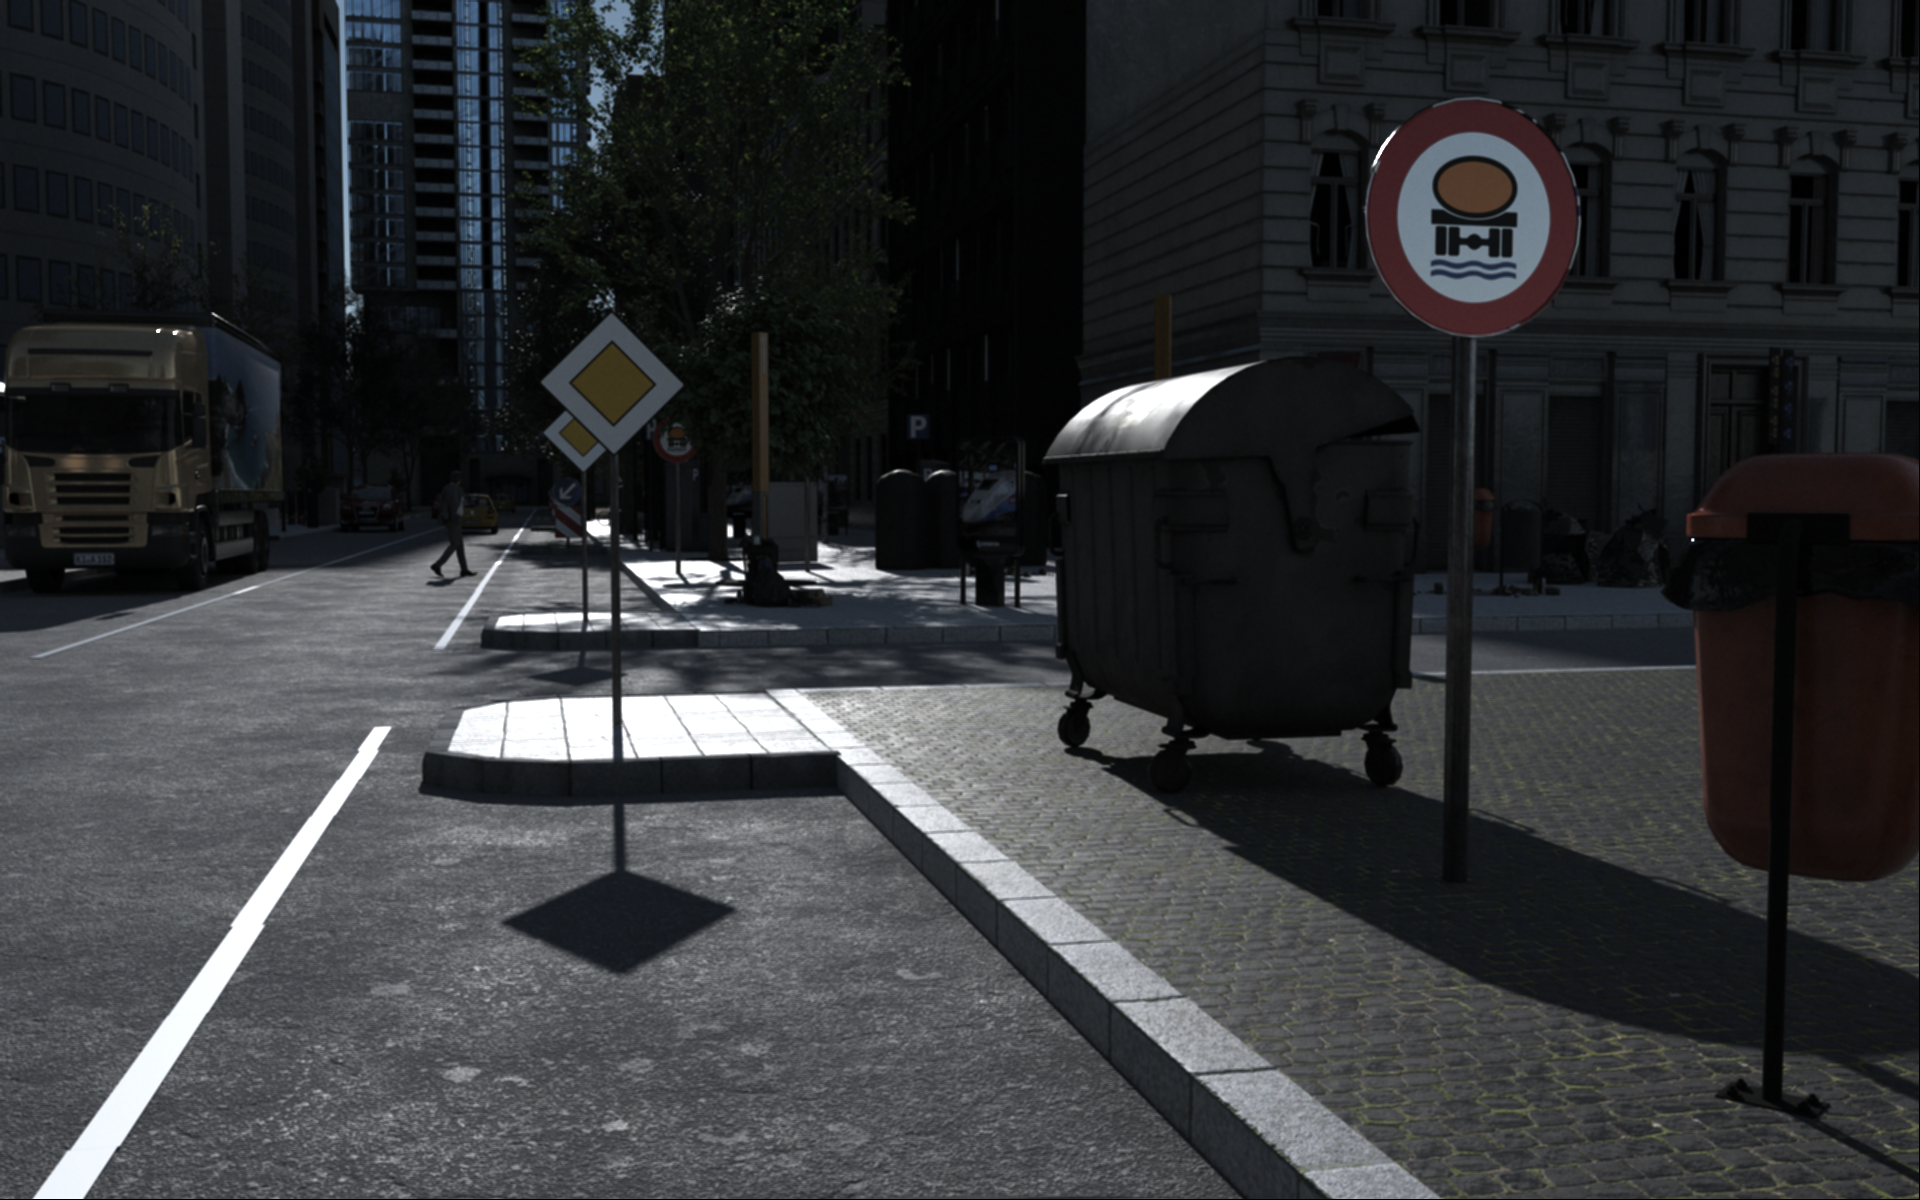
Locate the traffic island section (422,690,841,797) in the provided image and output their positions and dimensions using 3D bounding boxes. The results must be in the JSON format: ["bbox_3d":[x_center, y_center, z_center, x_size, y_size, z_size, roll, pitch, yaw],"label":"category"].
[{"bbox_3d":[-1.893,0.771,9.673,2.009,0.180,2.903,-1,4,-13],"label":"traffic island section"}]

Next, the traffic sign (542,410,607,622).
[{"bbox_3d":[-3.770,-0.839,17.358,0.795,2.450,0.064,-1,4,-13],"label":"traffic sign"}]

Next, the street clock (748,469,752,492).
[{"bbox_3d":[-4.802,-2.247,41.312,0.471,2.002,0.358,-2,4,-35],"label":"street clock"}]

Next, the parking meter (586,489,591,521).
[{"bbox_3d":[-18.120,-4.628,84.081,0.372,1.533,0.369,0,3,0],"label":"parking meter"}]

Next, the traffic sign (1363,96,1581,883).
[{"bbox_3d":[1.644,-0.340,5.672,0.768,2.556,0.104,-1,4,-13],"label":"traffic sign"}]

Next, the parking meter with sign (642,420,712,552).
[{"bbox_3d":[-6.170,-2.584,38.514,1.738,3.016,0.543,1,4,22],"label":"parking meter with sign"}]

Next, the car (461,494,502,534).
[{"bbox_3d":[-17.832,-3.259,63.501,2.015,1.641,3.980,-1,4,-14],"label":"car"}]

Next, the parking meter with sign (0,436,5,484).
[{"bbox_3d":[-29.525,-3.407,51.967,1.738,3.016,0.543,0,4,2],"label":"parking meter with sign"}]

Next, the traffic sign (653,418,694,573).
[{"bbox_3d":[-4.584,-1.713,28.122,0.768,2.556,0.104,0,4,-4],"label":"traffic sign"}]

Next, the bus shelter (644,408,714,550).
[{"bbox_3d":[-7.114,-3.145,42.700,1.731,3.624,6.357,-1,4,-13],"label":"bus shelter"}]

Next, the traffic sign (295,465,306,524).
[{"bbox_3d":[-28.443,-4.588,75.119,0.768,2.556,0.104,0,4,-6],"label":"traffic sign"}]

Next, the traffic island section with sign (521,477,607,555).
[{"bbox_3d":[-9.518,-2.012,41.523,1.989,1.847,2.006,-1,4,-13],"label":"traffic island section with sign"}]

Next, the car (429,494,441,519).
[{"bbox_3d":[-30.166,-5.690,102.077,2.155,1.783,4.494,-1,4,-15],"label":"car"}]

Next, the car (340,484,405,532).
[{"bbox_3d":[-22.529,-3.539,66.538,2.281,1.827,5.304,-1,4,-13],"label":"car"}]

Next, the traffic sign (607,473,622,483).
[{"bbox_3d":[-17.046,-5.253,85.883,0.884,2.594,0.081,-1,4,-12],"label":"traffic sign"}]

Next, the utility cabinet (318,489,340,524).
[{"bbox_3d":[-26.458,-3.888,72.247,1.173,1.500,0.318,1,4,16],"label":"utility cabinet"}]

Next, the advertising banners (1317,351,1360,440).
[{"bbox_3d":[3.887,-1.546,21.469,2.074,3.025,0.090,0,4,8],"label":"advertising banners"}]

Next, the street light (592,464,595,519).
[{"bbox_3d":[-19.187,-7.202,90.547,0.468,5.910,1.993,-1,4,-13],"label":"street light"}]

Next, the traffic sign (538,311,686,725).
[{"bbox_3d":[-1.914,-0.364,9.591,0.795,2.450,0.064,-1,4,-13],"label":"traffic sign"}]

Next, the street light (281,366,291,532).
[{"bbox_3d":[-23.115,-5.274,59.025,0.468,5.910,1.993,-1,4,-13],"label":"street light"}]

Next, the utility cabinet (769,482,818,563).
[{"bbox_3d":[-3.202,-1.427,32.018,1.173,1.500,0.318,-3,5,-41],"label":"utility cabinet"}]

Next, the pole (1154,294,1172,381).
[{"bbox_3d":[2.083,-1.466,17.814,0.158,3.312,0.155,0,3,0],"label":"pole"}]

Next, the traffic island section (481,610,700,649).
[{"bbox_3d":[-3.749,0.296,17.441,2.009,0.180,2.903,-1,4,-13],"label":"traffic island section"}]

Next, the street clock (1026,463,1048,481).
[{"bbox_3d":[1.800,-2.203,40.584,0.471,2.002,0.358,1,4,19],"label":"street clock"}]

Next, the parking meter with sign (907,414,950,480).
[{"bbox_3d":[-0.532,-2.591,38.623,0.543,3.016,1.738,2,4,26],"label":"parking meter with sign"}]

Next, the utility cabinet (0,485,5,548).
[{"bbox_3d":[-22.331,-1.959,40.701,1.173,1.500,0.318,2,4,27],"label":"utility cabinet"}]

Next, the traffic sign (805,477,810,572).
[{"bbox_3d":[-2.520,-1.741,28.572,0.768,2.556,0.104,-1,4,-13],"label":"traffic sign"}]

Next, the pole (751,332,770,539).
[{"bbox_3d":[-2.524,-1.717,21.922,0.158,3.312,0.155,0,3,0],"label":"pole"}]

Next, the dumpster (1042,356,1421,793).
[{"bbox_3d":[1.237,-0.147,8.167,1.264,1.857,1.865,-1,4,-14],"label":"dumpster"}]

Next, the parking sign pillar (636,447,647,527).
[{"bbox_3d":[-12.174,-4.825,67.358,1.447,3.967,1.447,0,4,-4],"label":"parking sign pillar"}]

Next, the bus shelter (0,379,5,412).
[{"bbox_3d":[-16.177,-2.026,27.055,2.014,3.302,5.546,-1,4,-13],"label":"bus shelter"}]

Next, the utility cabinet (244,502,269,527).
[{"bbox_3d":[-23.868,-2.911,58.749,0.306,1.237,1.020,1,4,9],"label":"utility cabinet"}]

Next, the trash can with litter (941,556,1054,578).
[{"bbox_3d":[0.896,-0.979,27.072,2.233,1.210,1.678,0,4,8],"label":"trash can with litter"}]

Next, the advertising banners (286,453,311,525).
[{"bbox_3d":[-27.917,-4.714,73.270,0.090,3.025,2.074,1,4,9],"label":"advertising banners"}]

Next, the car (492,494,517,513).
[{"bbox_3d":[-34.716,-7.431,131.728,2.015,1.641,3.980,-1,4,-13],"label":"car"}]

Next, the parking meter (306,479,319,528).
[{"bbox_3d":[-24.676,-3.686,65.974,0.399,1.863,0.255,2,4,25],"label":"parking meter"}]

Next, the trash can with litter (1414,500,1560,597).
[{"bbox_3d":[6.788,-0.685,22.250,2.233,1.210,1.678,0,4,-1],"label":"trash can with litter"}]
